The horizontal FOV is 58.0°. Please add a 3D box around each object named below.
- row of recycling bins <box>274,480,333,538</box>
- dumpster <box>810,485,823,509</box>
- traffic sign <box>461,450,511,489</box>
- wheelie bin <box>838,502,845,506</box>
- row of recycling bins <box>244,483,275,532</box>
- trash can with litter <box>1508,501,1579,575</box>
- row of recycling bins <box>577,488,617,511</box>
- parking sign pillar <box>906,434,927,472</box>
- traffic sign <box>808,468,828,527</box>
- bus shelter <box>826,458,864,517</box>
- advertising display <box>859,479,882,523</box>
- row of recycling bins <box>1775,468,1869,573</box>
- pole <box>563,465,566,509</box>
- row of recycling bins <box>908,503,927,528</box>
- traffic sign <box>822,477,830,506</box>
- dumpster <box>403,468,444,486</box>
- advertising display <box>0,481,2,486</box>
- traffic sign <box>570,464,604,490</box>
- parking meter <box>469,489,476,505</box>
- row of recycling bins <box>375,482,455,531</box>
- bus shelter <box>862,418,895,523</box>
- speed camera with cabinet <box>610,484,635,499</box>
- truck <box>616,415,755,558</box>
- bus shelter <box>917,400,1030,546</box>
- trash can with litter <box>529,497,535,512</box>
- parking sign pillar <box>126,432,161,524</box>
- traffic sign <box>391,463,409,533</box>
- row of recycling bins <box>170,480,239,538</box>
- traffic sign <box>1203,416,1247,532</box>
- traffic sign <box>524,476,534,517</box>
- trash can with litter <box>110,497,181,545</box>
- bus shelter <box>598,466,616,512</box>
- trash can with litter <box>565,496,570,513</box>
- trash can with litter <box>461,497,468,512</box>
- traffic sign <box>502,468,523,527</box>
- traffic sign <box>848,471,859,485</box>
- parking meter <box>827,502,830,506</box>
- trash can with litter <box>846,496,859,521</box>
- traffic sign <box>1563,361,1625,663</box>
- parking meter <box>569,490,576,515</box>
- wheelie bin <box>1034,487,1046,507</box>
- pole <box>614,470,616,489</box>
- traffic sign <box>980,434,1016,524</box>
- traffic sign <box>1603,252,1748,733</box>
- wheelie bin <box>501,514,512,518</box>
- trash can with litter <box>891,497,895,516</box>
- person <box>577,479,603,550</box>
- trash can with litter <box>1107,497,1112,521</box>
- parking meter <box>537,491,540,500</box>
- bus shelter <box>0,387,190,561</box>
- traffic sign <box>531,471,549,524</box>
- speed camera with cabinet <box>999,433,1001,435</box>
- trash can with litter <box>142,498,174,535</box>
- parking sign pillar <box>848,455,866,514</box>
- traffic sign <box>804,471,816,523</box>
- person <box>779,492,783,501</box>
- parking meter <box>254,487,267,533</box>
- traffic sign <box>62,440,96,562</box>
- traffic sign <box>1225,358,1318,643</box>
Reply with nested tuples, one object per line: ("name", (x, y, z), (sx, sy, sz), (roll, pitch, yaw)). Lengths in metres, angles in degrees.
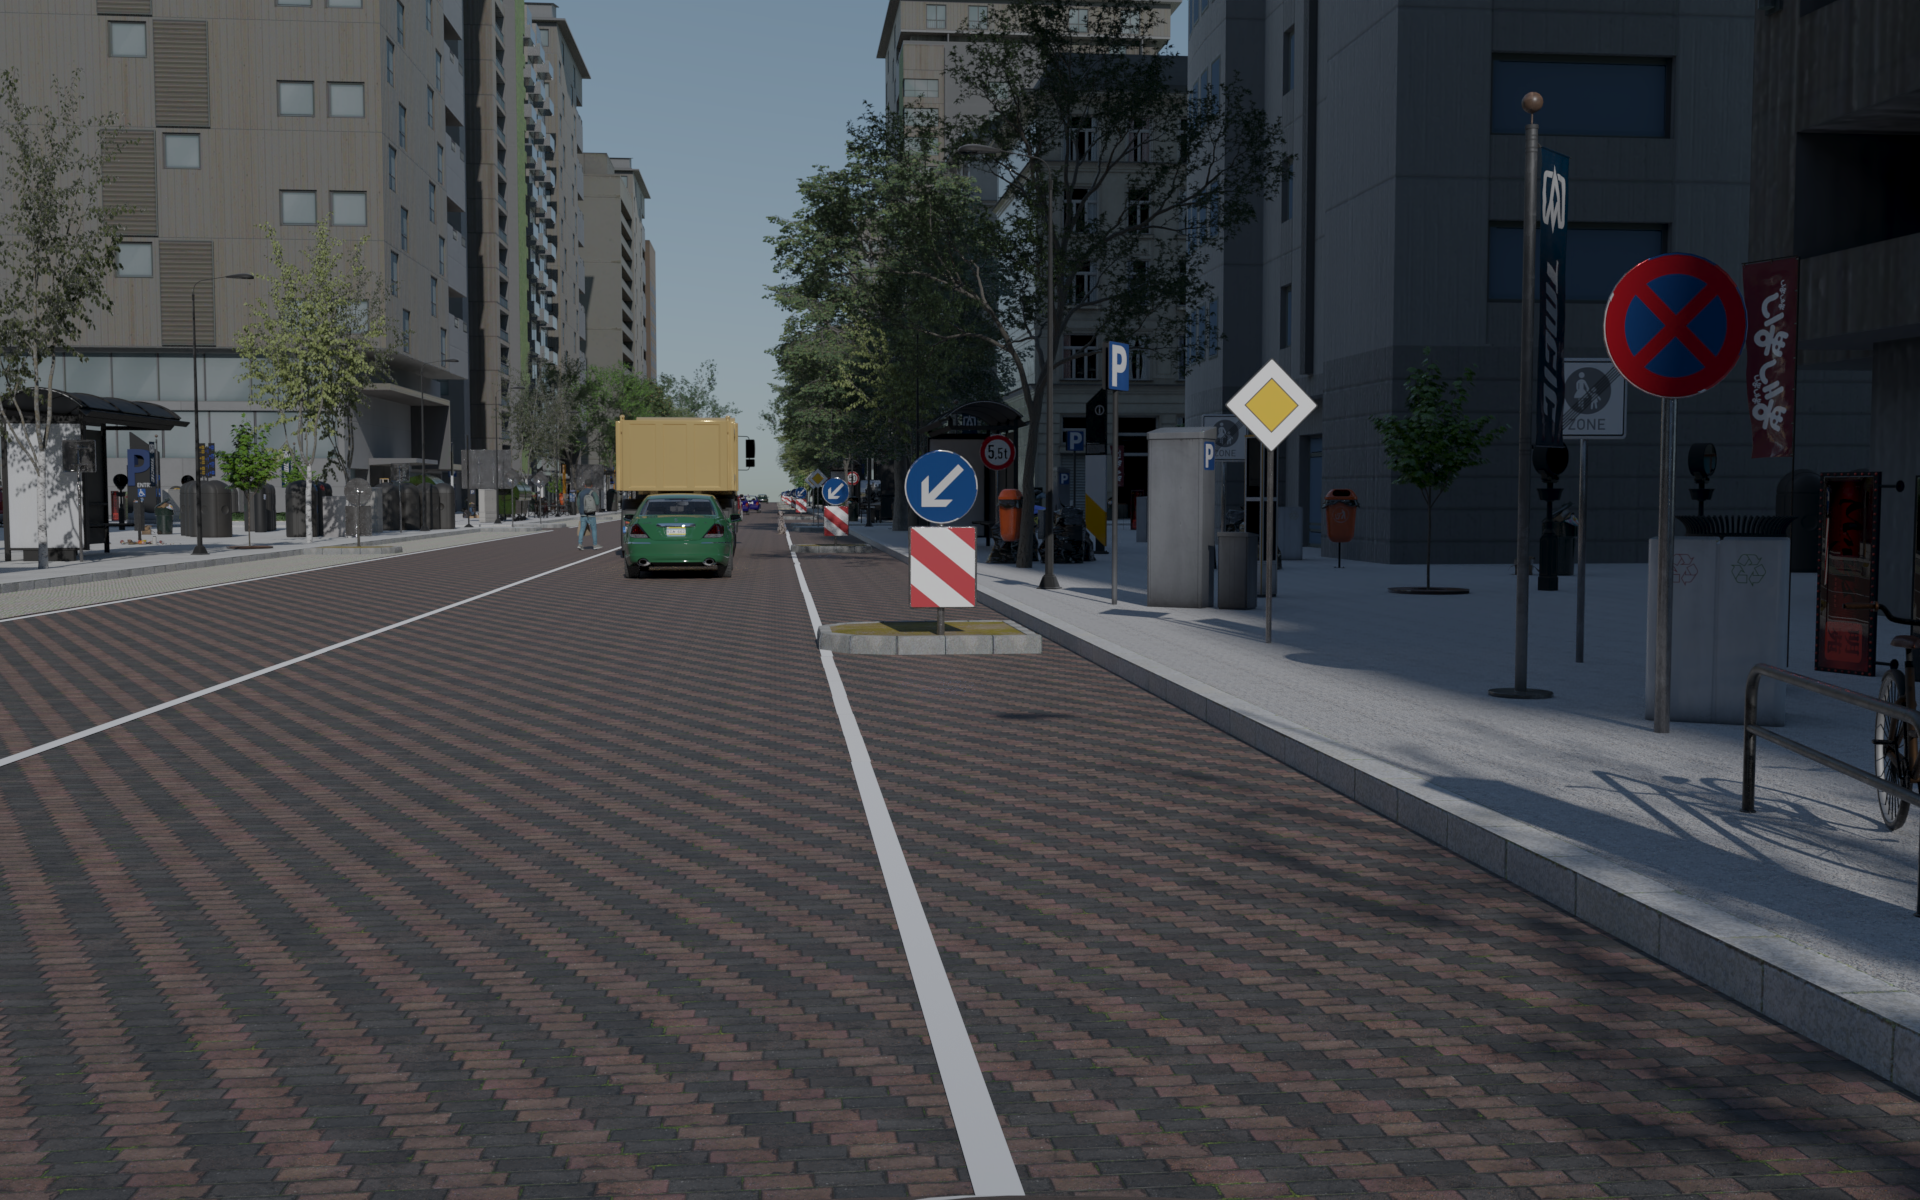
("row of recycling bins", (-19.864, -2.794, 52.798), (1.069, 1.692, 3.534), (-1, 4, -10))
("dumpster", (-12.151, -8.957, 148.932), (1.502, 2.255, 1.985), (0, 4, -6))
("traffic sign", (-21.767, -5.245, 79.626), (2.265, 3.308, 0.079), (0, 4, -2))
("wheelie bin", (-6.419, -5.320, 94.896), (0.693, 1.594, 0.980), (0, 4, -3))
("row of recycling bins", (-24.479, -3.272, 60.607), (1.069, 1.692, 3.534), (-1, 4, -20))
("trash can with litter", (9.215, -0.976, 27.349), (1.055, 1.170, 0.624), (1, 4, 20))
("row of recycling bins", (-27.097, -7.390, 127.947), (3.534, 1.692, 1.069), (0, 4, -5))
("parking sign pillar", (-1.583, -4.801, 66.965), (1.447, 3.967, 1.447), (1, 4, 15))
("traffic sign", (-5.555, -3.920, 67.732), (0.795, 2.450, 0.064), (0, 4, -6))
("bus shelter", (-6.677, -6.503, 100.248), (2.014, 3.302, 5.546), (0, 4, -6))
("advertising display", (-3.910, -4.321, 75.858), (0.974, 1.923, 0.123), (1, 4, 8))
("row of recycling bins", (15.014, -1.265, 27.798), (3.534, 1.692, 1.069), (2, 4, 30))
("pole", (-27.535, -7.750, 120.560), (0.158, 3.312, 0.155), (0, 3, 0))
("row of recycling bins", (-0.809, -2.546, 48.741), (1.069, 1.692, 3.534), (1, 4, 10))
("traffic sign", (-9.695, -7.686, 125.776), (0.768, 2.556, 0.104), (0, 4, -6))
("dumpster", (-20.082, -3.813, 64.842), (1.502, 2.255, 1.985), (0, 4, -6))
("advertising display", (-46.487, -4.788, 83.494), (0.123, 1.923, 0.974), (0, 4, 0))
("traffic sign", (-25.477, -7.616, 118.387), (2.265, 3.308, 0.079), (0, 4, -1))
("parking meter", (-27.550, -5.628, 97.731), (0.399, 1.863, 0.255), (-2, 4, -29))
("row of recycling bins", (-19.476, -3.360, 62.050), (1.069, 1.692, 3.534), (2, 4, 28))
("bus shelter", (-3.413, -6.320, 80.970), (2.179, 5.291, 8.768), (0, 4, -6))
("speed camera with cabinet", (-28.802, -9.386, 147.791), (2.038, 3.252, 0.660), (0, 4, -1))
("truck", (-6.765, -2.850, 42.529), (3.469, 3.379, 9.791), (0, 4, -7))
("bus shelter", (0.245, -2.822, 40.058), (2.014, 3.302, 5.546), (0, 4, -6))
("trash can with litter", (-30.381, -6.868, 123.681), (1.055, 1.170, 0.624), (-2, 4, -23))
("parking sign pillar", (-35.275, -5.283, 74.845), (1.447, 3.967, 1.447), (0, 4, 6))
("traffic sign", (-18.544, -3.380, 57.388), (0.606, 2.300, 0.079), (0, 4, -2))
("row of recycling bins", (-22.769, -2.755, 52.163), (1.069, 1.692, 3.534), (-2, 4, -35))
("traffic sign", (3.395, -1.234, 22.298), (0.606, 2.300, 0.079), (0, 4, -6))
("traffic sign", (-23.766, -5.705, 95.405), (0.606, 2.300, 0.079), (0, 4, 1))
("trash can with litter", (-21.033, -2.052, 44.602), (1.678, 1.210, 2.233), (-2, 4, -27))
("bus shelter", (-25.754, -7.928, 123.538), (2.014, 3.302, 5.546), (0, 4, -6))
("trash can with litter", (-25.989, -6.432, 116.547), (0.624, 1.170, 1.055), (3, 4, 36))
("trash can with litter", (-35.095, -6.831, 123.079), (1.055, 1.170, 0.624), (2, 4, 34))
("traffic sign", (-17.185, -3.845, 66.510), (0.795, 2.450, 0.064), (0, 4, -6))
("traffic sign", (-6.038, -5.947, 97.346), (0.768, 2.556, 0.104), (0, 4, 2))
("parking meter", (-8.666, -6.562, 115.698), (0.372, 1.533, 0.369), (0, 3, 0))
("trash can with litter", (-5.040, -4.270, 81.199), (0.624, 1.170, 1.055), (0, 4, -3))
("traffic sign", (4.718, -0.672, 13.119), (0.606, 2.300, 0.079), (0, 4, -2))
("parking meter", (-23.253, -5.847, 104.010), (0.372, 1.533, 0.369), (0, 3, 0))
("wheelie bin", (3.404, -4.252, 77.435), (0.980, 1.594, 0.693), (0, 4, 5))
("pole", (-29.032, -9.285, 145.653), (0.158, 3.312, 0.155), (0, 3, 0))
("traffic sign", (0.804, -2.258, 37.022), (0.768, 2.556, 0.104), (0, 4, 1))
("traffic sign", (3.776, -0.559, 9.243), (0.768, 2.556, 0.104), (0, 4, -1))
("wheelie bin", (-24.689, -5.266, 94.013), (0.693, 1.594, 0.980), (-1, 4, -22))
("trash can with litter", (-2.460, -3.917, 75.429), (1.055, 1.170, 0.624), (1, 4, 12))
("person", (-9.525, -2.185, 44.209), (0.794, 1.824, 0.713), (2, 4, 31))
("trash can with litter", (7.140, -4.418, 83.626), (0.624, 1.170, 1.055), (-2, 4, -34))
("parking meter", (-33.617, -7.926, 137.997), (0.372, 1.533, 0.369), (0, 3, 0))
("bus shelter", (-17.719, -2.541, 35.477), (2.014, 3.302, 5.546), (0, 4, -6))
("traffic sign", (-18.037, -4.331, 74.449), (0.795, 2.450, 0.064), (0, 4, -6))
("speed camera with cabinet", (0.317, -3.049, 44.180), (2.038, 3.252, 0.660), (0, 4, -1))
("trash can with litter", (-25.365, -2.645, 54.636), (1.055, 1.170, 0.624), (-1, 4, -20))
("parking sign pillar", (-6.672, -7.475, 110.687), (1.447, 3.967, 1.447), (3, 5, 44))
("traffic sign", (-6.407, -4.405, 75.671), (0.795, 2.450, 0.064), (0, 4, -6))
("person", (-30.248, -17.406, 293.907), (1.217, 1.723, 0.721), (1, 4, 12))
("parking meter", (-23.359, -3.021, 57.808), (0.372, 1.533, 0.369), (0, 3, 0))
("traffic sign", (-16.611, -1.869, 32.683), (0.606, 2.300, 0.079), (0, 4, -3))
("traffic sign", (2.652, -0.835, 14.831), (0.795, 2.450, 0.064), (0, 4, -4))
